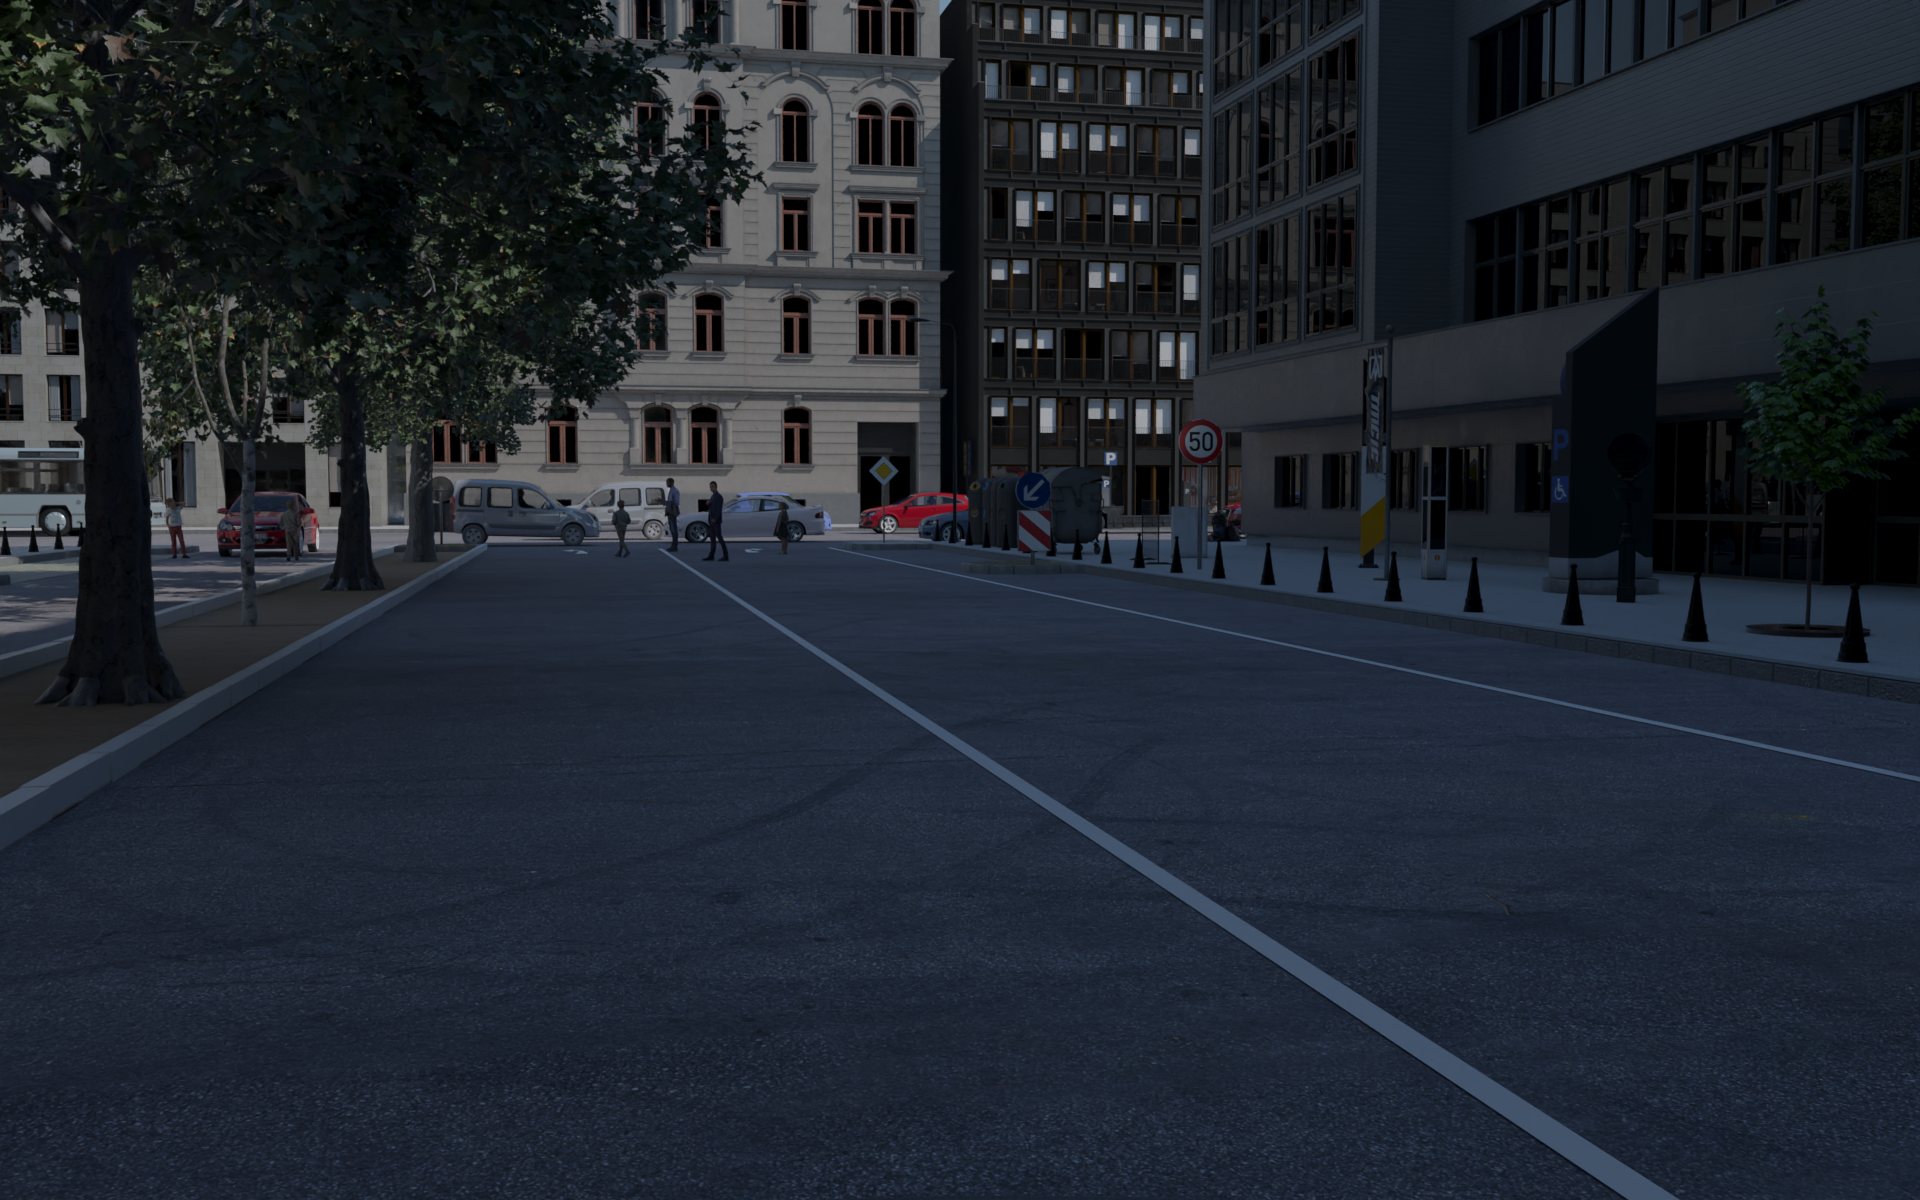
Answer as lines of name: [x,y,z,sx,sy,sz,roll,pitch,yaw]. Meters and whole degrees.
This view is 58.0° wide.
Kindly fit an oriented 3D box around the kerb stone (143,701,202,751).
kerb stone: [-4.604,0.740,10.095,0.120,0.150,1.000,-1,4,-12]

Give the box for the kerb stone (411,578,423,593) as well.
kerb stone: [-7.936,-0.179,25.128,0.120,0.150,1.000,-1,4,-12]

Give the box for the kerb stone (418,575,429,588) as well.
kerb stone: [-8.157,-0.241,26.129,0.120,0.150,1.000,-1,4,-12]

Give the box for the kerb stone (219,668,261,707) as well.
kerb stone: [-5.053,0.618,12.097,0.120,0.150,1.000,-1,4,-12]

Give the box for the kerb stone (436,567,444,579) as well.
kerb stone: [-8.818,-0.425,29.140,0.120,0.150,1.000,-1,4,-12]

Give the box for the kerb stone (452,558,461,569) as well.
kerb stone: [-9.708,-0.670,33.158,0.120,0.150,1.000,-1,4,-12]

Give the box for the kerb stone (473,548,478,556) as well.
kerb stone: [-11.048,-1.038,39.171,0.120,0.150,1.000,-1,4,-12]

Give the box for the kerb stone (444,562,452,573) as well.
kerb stone: [-9.272,-0.544,31.141,0.120,0.150,1.000,-1,4,-12]

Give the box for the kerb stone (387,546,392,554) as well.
kerb stone: [-13.537,-1.132,40.723,0.120,0.150,1.000,-1,4,-12]

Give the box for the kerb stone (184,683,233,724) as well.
kerb stone: [-4.835,0.679,11.094,0.120,0.150,1.000,-1,4,-12]

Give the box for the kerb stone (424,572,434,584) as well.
kerb stone: [-8.391,-0.302,27.136,0.120,0.150,1.000,-1,4,-12]

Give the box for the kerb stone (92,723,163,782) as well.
kerb stone: [-4.382,0.801,9.095,0.120,0.150,1.000,-1,4,-12]

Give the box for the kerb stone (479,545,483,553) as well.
kerb stone: [-11.489,-1.161,41.172,0.120,0.150,1.000,-1,4,-12]

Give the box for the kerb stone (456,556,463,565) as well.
kerb stone: [-9.943,-0.732,34.159,0.120,0.150,1.000,-1,4,-12]

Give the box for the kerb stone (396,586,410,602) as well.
kerb stone: [-7.486,-0.057,23.120,0.120,0.150,1.000,-1,4,-12]

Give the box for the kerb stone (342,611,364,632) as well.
kerb stone: [-6.383,0.250,18.110,0.120,0.150,1.000,-1,4,-12]

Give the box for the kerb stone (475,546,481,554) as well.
kerb stone: [-11.267,-1.099,40.172,0.120,0.150,1.000,-1,4,-12]

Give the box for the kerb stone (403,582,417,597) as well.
kerb stone: [-7.712,-0.118,24.128,0.120,0.150,1.000,-1,4,-12]

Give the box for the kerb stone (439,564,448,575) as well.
kerb stone: [-9.046,-0.481,30.139,0.120,0.150,1.000,-1,4,-12]

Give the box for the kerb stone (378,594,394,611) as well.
kerb stone: [-7.054,0.067,21.117,0.120,0.150,1.000,-1,4,-12]

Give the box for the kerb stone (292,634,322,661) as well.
kerb stone: [-5.722,0.434,15.103,0.120,0.150,1.000,-1,4,-12]

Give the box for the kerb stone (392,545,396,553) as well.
kerb stone: [-13.759,-1.193,41.723,0.120,0.150,1.000,-1,4,-12]

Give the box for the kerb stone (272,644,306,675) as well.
kerb stone: [-5.491,0.495,14.103,0.120,0.150,1.000,-1,4,-12]

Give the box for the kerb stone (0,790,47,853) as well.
kerb stone: [-3.935,0.924,7.095,0.120,0.150,1.000,-1,4,-12]

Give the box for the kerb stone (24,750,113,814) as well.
kerb stone: [-4.169,0.863,8.093,0.120,0.150,1.000,-1,4,-12]

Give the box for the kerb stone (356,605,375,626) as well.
kerb stone: [-6.603,0.189,19.112,0.120,0.150,1.000,-1,4,-12]

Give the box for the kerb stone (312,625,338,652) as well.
kerb stone: [-5.936,0.372,16.105,0.120,0.150,1.000,-1,4,-12]

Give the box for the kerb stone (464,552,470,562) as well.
kerb stone: [-10.377,-0.854,36.165,0.120,0.150,1.000,-1,4,-12]

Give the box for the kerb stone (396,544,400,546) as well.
kerb stone: [-13.987,-1.256,42.724,0.120,0.150,1.000,-1,4,-12]

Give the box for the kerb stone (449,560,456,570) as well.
kerb stone: [-9.497,-0.608,32.140,0.120,0.150,1.000,-1,4,-12]

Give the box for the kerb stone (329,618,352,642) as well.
kerb stone: [-6.161,0.311,17.110,0.120,0.150,1.000,-1,4,-12]

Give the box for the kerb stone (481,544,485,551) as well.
kerb stone: [-11.710,-1.222,42.173,0.120,0.150,1.000,-1,4,-12]

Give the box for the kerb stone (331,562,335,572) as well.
kerb stone: [-11.540,-0.580,31.692,0.120,0.150,1.000,-1,4,-12]

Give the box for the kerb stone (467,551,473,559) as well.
kerb stone: [-10.602,-0.910,37.165,0.120,0.150,1.000,-1,4,-12]

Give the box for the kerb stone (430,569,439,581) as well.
kerb stone: [-8.608,-0.363,28.137,0.120,0.150,1.000,-1,4,-12]

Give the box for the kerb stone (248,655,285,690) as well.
kerb stone: [-5.271,0.556,13.098,0.120,0.150,1.000,-1,4,-12]

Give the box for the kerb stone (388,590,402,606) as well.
kerb stone: [-7.269,0.005,22.119,0.120,0.150,1.000,-1,4,-12]

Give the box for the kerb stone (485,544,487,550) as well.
kerb stone: [-11.931,-1.283,43.173,0.120,0.150,1.000,-1,4,-12]

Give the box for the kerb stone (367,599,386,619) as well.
kerb stone: [-6.820,0.127,20.119,0.120,0.150,1.000,-1,4,-12]

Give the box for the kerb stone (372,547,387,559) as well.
kerb stone: [-13.316,-1.072,39.722,0.120,0.150,1.000,-1,4,-12]

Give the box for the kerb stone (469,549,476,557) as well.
kerb stone: [-10.821,-0.977,38.166,0.120,0.150,1.000,-1,4,-12]

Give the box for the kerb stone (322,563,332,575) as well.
kerb stone: [-11.314,-0.520,30.691,0.120,0.150,1.000,-1,4,-12]

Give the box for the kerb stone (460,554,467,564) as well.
kerb stone: [-10.157,-0.793,35.163,0.120,0.150,1.000,-1,4,-12]
